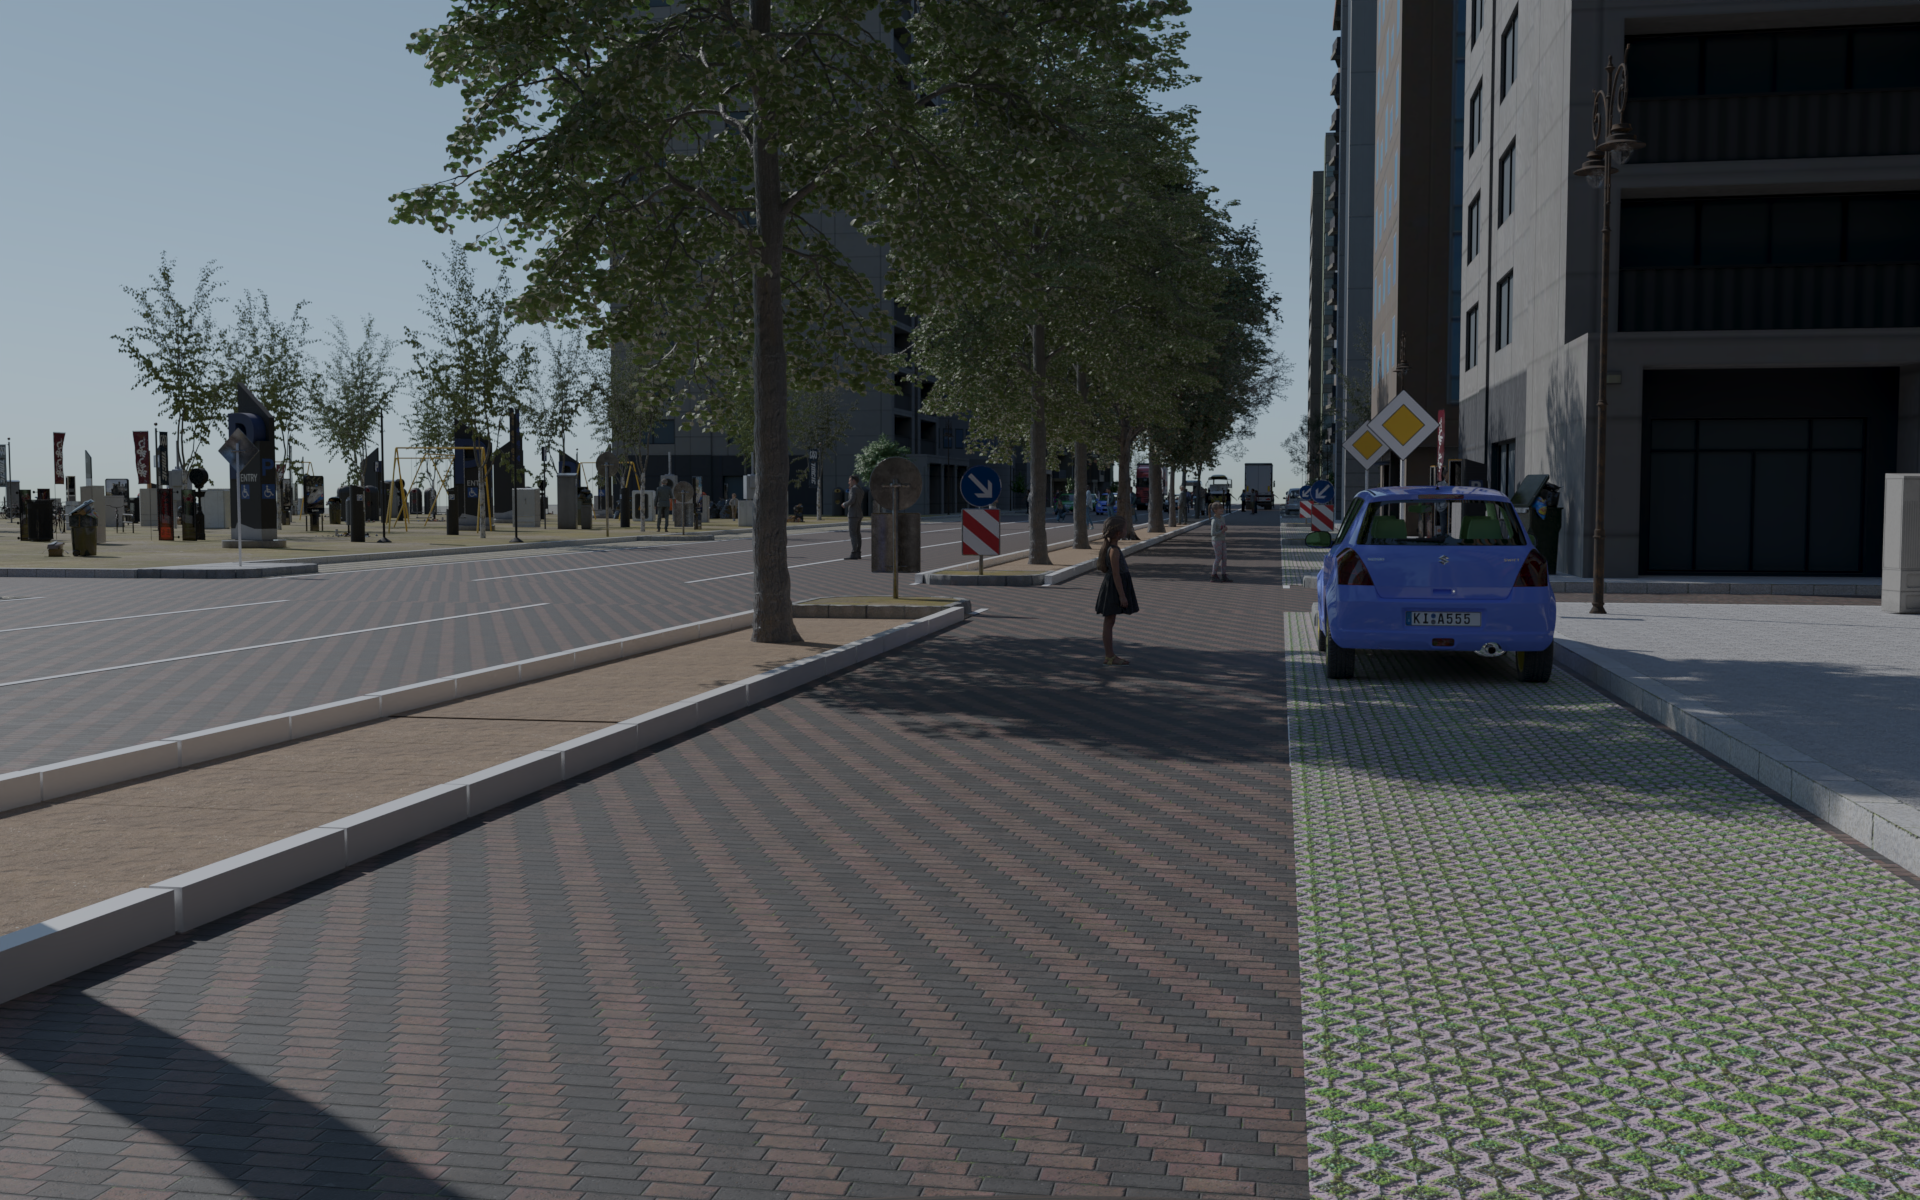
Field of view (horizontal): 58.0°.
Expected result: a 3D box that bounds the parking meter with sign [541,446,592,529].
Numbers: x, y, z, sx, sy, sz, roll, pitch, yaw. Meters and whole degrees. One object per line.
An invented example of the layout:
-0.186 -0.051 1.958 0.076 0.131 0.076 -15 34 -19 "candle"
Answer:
-14.356 -4.102 63.325 1.738 3.016 0.543 0 4 -2 "parking meter with sign"

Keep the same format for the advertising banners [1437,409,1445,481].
9.931 -2.468 36.540 0.090 3.025 2.074 0 4 2 "advertising banners"

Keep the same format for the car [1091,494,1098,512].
10.486 -8.187 142.658 1.959 1.807 4.718 1 4 10 "car"

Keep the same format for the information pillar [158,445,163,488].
-37.157 -5.447 80.413 0.183 3.616 0.504 0 4 -1 "information pillar"

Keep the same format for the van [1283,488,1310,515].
23.482 -6.937 120.434 2.013 2.044 4.112 1 4 9 "van"

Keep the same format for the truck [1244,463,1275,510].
27.827 -10.529 161.066 2.839 4.237 11.283 1 4 11 "truck"

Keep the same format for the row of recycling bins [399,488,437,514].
-34.911 -6.263 109.508 3.534 1.692 1.069 -1 4 -15 "row of recycling bins"

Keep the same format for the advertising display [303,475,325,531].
-22.378 -3.351 60.004 0.123 1.923 0.974 1 4 16 "advertising display"

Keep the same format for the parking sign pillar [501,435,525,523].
-19.805 -5.360 76.101 1.447 3.967 1.447 0 4 5 "parking sign pillar"

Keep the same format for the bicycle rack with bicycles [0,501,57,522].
-48.351 -4.597 88.541 2.852 0.926 2.925 3 5 45 "bicycle rack with bicycles"

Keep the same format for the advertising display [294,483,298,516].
-39.776 -6.013 103.520 0.123 1.923 0.974 0 4 -4 "advertising display"

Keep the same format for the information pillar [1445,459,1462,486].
10.514 -1.972 36.734 0.304 2.012 0.304 1 4 20 "information pillar"

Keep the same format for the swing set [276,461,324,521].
-32.334 -5.214 82.870 3.119 2.851 2.862 -3 5 -43 "swing set"

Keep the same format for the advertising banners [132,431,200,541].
-21.850 -3.148 47.650 2.074 3.025 0.090 1 4 15 "advertising banners"

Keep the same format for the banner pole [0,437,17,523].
-42.167 -5.291 76.526 0.863 3.779 0.401 1 4 12 "banner pole"

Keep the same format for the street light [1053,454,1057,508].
8.518 -11.269 157.031 0.468 5.910 1.993 1 4 10 "street light"

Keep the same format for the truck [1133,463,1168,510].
17.502 -10.348 158.106 2.839 4.237 11.283 1 4 9 "truck"

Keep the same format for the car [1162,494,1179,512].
17.185 -7.843 138.020 2.009 1.686 4.222 1 4 11 "car"

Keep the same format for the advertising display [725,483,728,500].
-13.614 -5.859 101.008 0.123 1.923 0.974 0 4 -3 "advertising display"

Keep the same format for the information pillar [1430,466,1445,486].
12.415 -2.480 45.035 0.304 2.012 0.304 0 4 -6 "information pillar"

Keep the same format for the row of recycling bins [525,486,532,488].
-23.580 -5.224 92.528 1.069 1.692 3.534 -2 4 -35 "row of recycling bins"

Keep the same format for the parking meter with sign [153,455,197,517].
-35.483 -5.024 78.405 0.543 3.016 1.738 3 4 39 "parking meter with sign"

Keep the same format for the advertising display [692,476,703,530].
-9.464 -3.503 62.486 0.123 1.923 0.974 0 4 6 "advertising display"

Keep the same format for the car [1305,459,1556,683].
3.879 -0.300 14.504 1.945 1.707 3.694 1 4 10 "car"

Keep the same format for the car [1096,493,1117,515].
10.339 -6.702 119.176 1.945 1.707 3.694 1 4 11 "car"

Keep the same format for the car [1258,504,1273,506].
36.801 -12.202 208.306 1.959 1.807 4.718 1 4 12 "car"

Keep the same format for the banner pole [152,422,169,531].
-28.001 -4.325 60.738 0.401 3.779 0.863 1 4 12 "banner pole"

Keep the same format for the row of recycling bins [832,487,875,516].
-6.012 -5.743 101.016 3.534 1.692 1.069 2 4 34 "row of recycling bins"

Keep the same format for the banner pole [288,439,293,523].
-30.269 -5.404 78.376 0.401 3.779 0.863 -1 4 -11 "banner pole"

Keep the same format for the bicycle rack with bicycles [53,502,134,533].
-28.278 -2.644 56.608 2.852 0.926 2.925 -2 4 -34 "bicycle rack with bicycles"

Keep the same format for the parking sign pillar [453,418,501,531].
-17.148 -4.437 61.013 1.447 3.967 1.447 0 4 -5 "parking sign pillar"

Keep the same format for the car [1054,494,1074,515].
7.699 -6.848 120.759 1.959 1.807 4.718 1 4 12 "car"

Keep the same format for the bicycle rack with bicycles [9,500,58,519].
-43.492 -4.273 83.246 2.925 0.926 2.852 3 5 41 "bicycle rack with bicycles"

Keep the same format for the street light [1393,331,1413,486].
12.586 -4.682 49.342 0.468 5.910 1.993 1 4 10 "street light"

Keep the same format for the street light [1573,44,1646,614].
6.851 -2.791 18.422 0.468 5.910 1.993 1 4 10 "street light"

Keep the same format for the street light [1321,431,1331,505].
26.386 -9.271 124.362 0.468 5.910 1.993 1 4 10 "street light"

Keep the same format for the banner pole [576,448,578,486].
-20.894 -6.392 94.521 0.401 3.779 0.863 0 4 -7 "banner pole"

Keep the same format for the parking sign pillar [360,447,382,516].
-34.141 -6.850 100.471 1.447 3.967 1.447 1 4 23 "parking sign pillar"

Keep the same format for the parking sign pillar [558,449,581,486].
-23.232 -7.005 103.004 1.447 3.967 1.447 0 4 5 "parking sign pillar"

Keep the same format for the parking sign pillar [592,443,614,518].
-18.795 -6.310 91.640 1.447 3.967 1.447 0 4 4 "parking sign pillar"

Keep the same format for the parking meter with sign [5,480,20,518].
-51.442 -5.982 94.062 1.738 3.016 0.543 -3 4 -36 "parking meter with sign"

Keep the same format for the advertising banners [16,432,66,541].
-25.517 -3.180 48.174 0.090 3.025 2.074 1 4 9 "advertising banners"

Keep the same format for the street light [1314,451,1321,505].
31.232 -10.864 150.406 0.468 5.910 1.993 1 4 10 "street light"

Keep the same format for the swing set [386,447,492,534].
-17.444 -3.678 57.755 3.119 2.851 2.862 0 4 -6 "swing set"

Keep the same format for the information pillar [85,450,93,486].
-46.176 -6.145 91.822 0.504 3.616 0.183 2 4 31 "information pillar"

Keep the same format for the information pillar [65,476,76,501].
-35.885 -4.002 69.919 0.304 2.012 0.304 -3 5 -42 "information pillar"

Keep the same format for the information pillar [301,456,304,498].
-41.036 -7.144 108.159 0.183 3.616 0.504 -2 4 -32 "information pillar"

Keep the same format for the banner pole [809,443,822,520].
-6.997 -5.772 84.383 0.863 3.779 0.401 1 4 21 "banner pole"

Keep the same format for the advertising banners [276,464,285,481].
-40.114 -6.365 100.251 2.074 3.025 0.090 -1 4 -15 "advertising banners"

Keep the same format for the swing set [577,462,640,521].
-17.375 -5.324 84.669 3.119 2.851 2.862 1 4 17 "swing set"

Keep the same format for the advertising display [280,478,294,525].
-27.786 -4.045 71.357 0.123 1.923 0.974 0 4 -4 "advertising display"

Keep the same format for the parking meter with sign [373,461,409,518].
-30.424 -5.902 92.754 1.738 3.016 0.543 0 4 -1 "parking meter with sign"

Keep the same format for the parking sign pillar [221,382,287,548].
-16.926 -3.238 41.421 1.447 3.967 1.447 3 4 36 "parking sign pillar"

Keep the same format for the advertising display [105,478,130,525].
-34.744 -4.050 71.435 0.974 1.923 0.123 0 4 4 "advertising display"

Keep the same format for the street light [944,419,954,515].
-0.702 -8.178 106.490 0.468 5.910 1.993 1 4 10 "street light"

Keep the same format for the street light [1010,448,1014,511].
3.857 -9.732 131.910 0.468 5.910 1.993 1 4 10 "street light"

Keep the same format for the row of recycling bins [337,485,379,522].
-28.604 -4.592 82.199 1.069 1.692 3.534 0 4 4 "row of recycling bins"
